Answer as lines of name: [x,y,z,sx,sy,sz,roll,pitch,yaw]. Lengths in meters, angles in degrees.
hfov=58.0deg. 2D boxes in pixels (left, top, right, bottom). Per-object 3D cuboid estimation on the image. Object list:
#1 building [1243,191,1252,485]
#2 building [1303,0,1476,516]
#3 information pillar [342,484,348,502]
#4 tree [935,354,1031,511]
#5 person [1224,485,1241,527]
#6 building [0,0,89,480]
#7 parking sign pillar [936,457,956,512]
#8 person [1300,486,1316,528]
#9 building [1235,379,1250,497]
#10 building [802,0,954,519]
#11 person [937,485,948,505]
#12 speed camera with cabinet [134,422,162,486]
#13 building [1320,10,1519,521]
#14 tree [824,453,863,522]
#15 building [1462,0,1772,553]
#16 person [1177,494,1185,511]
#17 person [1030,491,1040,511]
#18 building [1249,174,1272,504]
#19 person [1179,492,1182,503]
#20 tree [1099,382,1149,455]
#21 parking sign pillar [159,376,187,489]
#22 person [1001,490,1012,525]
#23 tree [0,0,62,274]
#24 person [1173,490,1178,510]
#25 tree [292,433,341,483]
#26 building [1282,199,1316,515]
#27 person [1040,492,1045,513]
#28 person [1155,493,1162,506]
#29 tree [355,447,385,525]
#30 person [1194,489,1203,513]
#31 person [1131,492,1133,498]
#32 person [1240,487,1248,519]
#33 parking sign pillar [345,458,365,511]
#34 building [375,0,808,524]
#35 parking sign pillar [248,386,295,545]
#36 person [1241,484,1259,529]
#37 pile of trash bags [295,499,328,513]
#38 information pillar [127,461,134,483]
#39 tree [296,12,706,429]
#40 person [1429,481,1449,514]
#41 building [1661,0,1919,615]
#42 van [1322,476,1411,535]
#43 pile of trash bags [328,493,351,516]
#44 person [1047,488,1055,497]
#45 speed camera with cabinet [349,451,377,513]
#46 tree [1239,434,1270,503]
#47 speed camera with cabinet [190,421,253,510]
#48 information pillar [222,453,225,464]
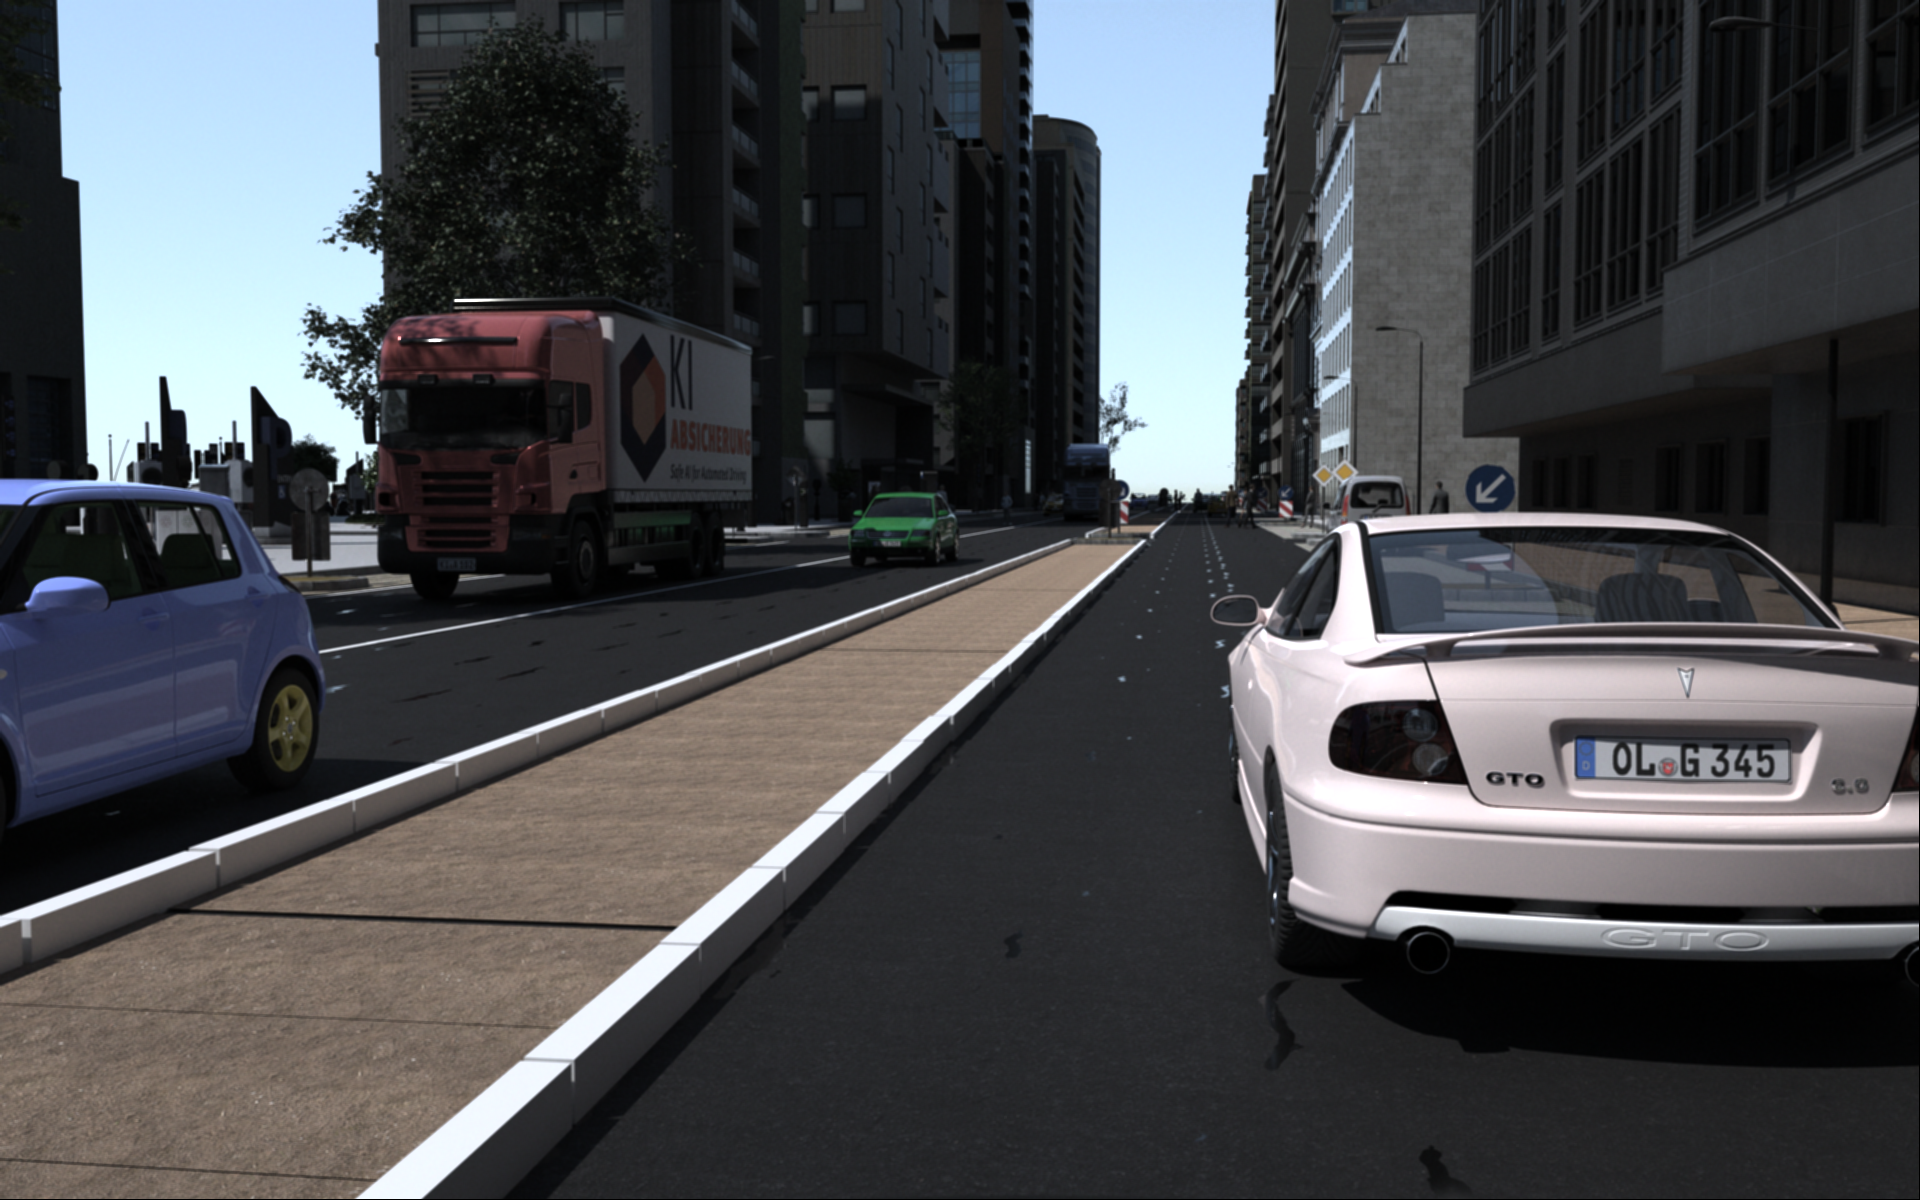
building: [51.332,-36.029,243.700,22.147,44.769,28.867,0,4,8]
building: [26.414,-18.903,94.968,13.634,28.700,20.117,0,4,8]
information pillar: [-42.916,-7.118,120.870,0.304,2.012,0.304,3,4,38]
tree: [1.691,-12.477,129.759,9.928,11.665,9.643,0,3,0]
person: [11.740,-4.039,74.448,0.836,1.842,0.656,3,4,38]
building: [-56.015,-46.657,75.512,31.000,86.520,22.319,0,4,8]
parking sign pillar: [-1.027,-8.355,125.084,1.447,3.967,1.447,-1,4,-17]
person: [14.662,-3.925,72.942,0.573,1.790,0.520,2,4,34]
building: [57.655,-26.153,272.644,27.650,21.520,28.899,0,4,8]
building: [-15.438,-31.344,101.707,28.713,52.752,27.495,0,4,8]
person: [-0.798,-4.226,77.479,0.514,1.842,0.818,0,3,0]
speed camera with cabinet: [-22.616,-3.207,46.776,2.038,3.252,0.660,-3,4,-37]
building: [22.018,-13.600,77.107,10.420,20.320,16.860,0,4,8]
tree: [-5.621,-5.301,81.280,1.663,3.219,1.824,0,3,0]
building: [19.030,-14.704,33.919,14.314,27.812,24.014,0,4,8]
person: [19.125,-8.426,149.447,0.628,1.438,0.799,2,4,34]
person: [6.419,-8.461,147.539,0.721,1.736,1.217,-3,5,-41]
building: [44.452,-32.994,223.042,14.154,41.232,14.086,0,4,8]
person: [26.982,-12.433,212.500,0.721,1.743,1.217,0,4,1]
tree: [25.311,-26.589,290.618,12.611,20.169,13.585,0,3,0]
parking sign pillar: [-18.305,-3.173,40.343,1.447,3.967,1.447,-1,4,-19]
person: [2.156,-4.292,80.486,0.589,1.601,0.330,3,4,39]
tree: [-13.659,-6.108,17.999,7.486,12.596,7.792,0,3,0]
person: [19.088,-8.863,153.415,0.705,1.823,1.348,0,4,-6]
tree: [-34.979,-6.680,92.928,4.285,4.588,4.351,0,3,0]
building: [29.149,-16.879,117.775,13.314,21.916,24.055,0,4,8]
person: [6.088,-7.231,128.542,0.330,1.601,0.589,-2,4,-28]
person: [24.121,-12.215,208.230,1.348,1.821,0.705,0,4,1]
tree: [-23.877,-4.670,70.962,1.663,3.219,1.824,0,3,0]
person: [17.679,-7.342,128.382,0.661,1.843,0.795,1,4,15]
person: [28.632,-17.027,287.804,0.541,1.710,0.530,0,4,6]
person: [16.056,-5.423,97.261,0.616,1.811,0.778,3,5,42]
parking sign pillar: [-45.500,-8.663,130.119,1.447,3.967,1.447,-3,5,-43]
building: [-14.884,-23.816,72.979,14.154,41.232,14.086,0,4,8]
parking sign pillar: [-17.432,-3.395,43.984,1.447,3.967,1.447,0,4,7]
person: [12.025,-3.867,71.500,0.755,1.850,0.659,0,4,-4]
pile of trash bags: [-34.748,-4.870,89.381,3.447,1.369,1.912,2,4,26]
information pillar: [-58.464,-8.000,122.152,0.504,3.616,0.183,0,4,6]
tree: [-10.500,-7.639,41.901,9.611,12.733,9.660,0,3,0]
person: [14.159,-2.605,51.194,0.694,1.812,0.767,-1,4,-19]
building: [14.047,-11.471,6.620,14.314,24.678,30.058,0,4,8]
van: [9.617,-2.070,40.852,2.013,2.044,4.112,0,4,7]
pile of trash bags: [-36.985,-5.656,102.231,1.912,1.369,3.447,-1,4,-20]
person: [6.552,-7.052,123.894,0.679,1.850,0.850,1,4,18]
speed camera with cabinet: [-27.331,-5.280,80.660,2.038,3.252,0.660,-1,4,-23]
tree: [36.420,-16.139,214.231,4.360,8.622,3.978,0,3,0]
speed camera with cabinet: [-19.531,-3.160,45.999,0.660,3.252,2.038,1,4,15]
information pillar: [-40.793,-6.407,96.105,0.183,3.616,0.504,1,4,18]
